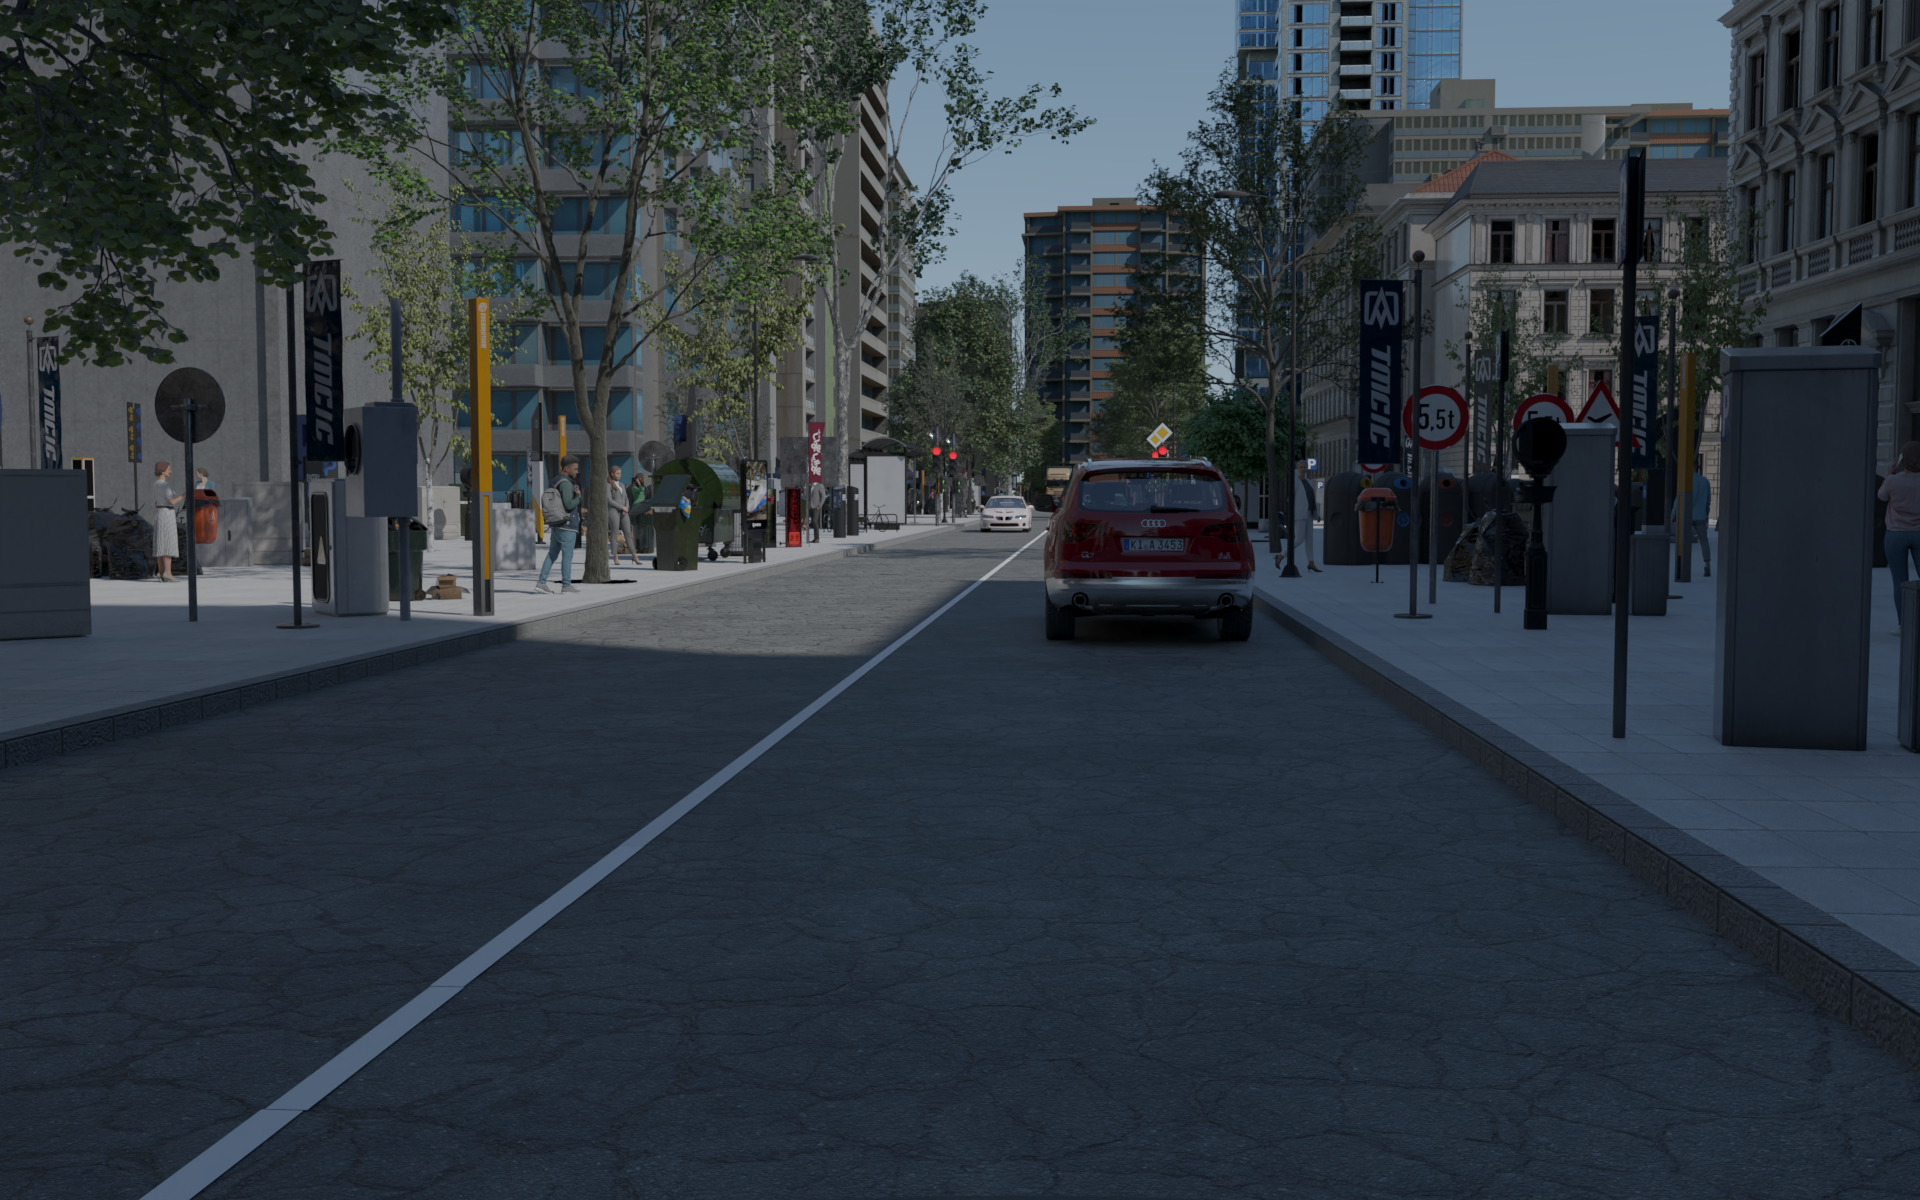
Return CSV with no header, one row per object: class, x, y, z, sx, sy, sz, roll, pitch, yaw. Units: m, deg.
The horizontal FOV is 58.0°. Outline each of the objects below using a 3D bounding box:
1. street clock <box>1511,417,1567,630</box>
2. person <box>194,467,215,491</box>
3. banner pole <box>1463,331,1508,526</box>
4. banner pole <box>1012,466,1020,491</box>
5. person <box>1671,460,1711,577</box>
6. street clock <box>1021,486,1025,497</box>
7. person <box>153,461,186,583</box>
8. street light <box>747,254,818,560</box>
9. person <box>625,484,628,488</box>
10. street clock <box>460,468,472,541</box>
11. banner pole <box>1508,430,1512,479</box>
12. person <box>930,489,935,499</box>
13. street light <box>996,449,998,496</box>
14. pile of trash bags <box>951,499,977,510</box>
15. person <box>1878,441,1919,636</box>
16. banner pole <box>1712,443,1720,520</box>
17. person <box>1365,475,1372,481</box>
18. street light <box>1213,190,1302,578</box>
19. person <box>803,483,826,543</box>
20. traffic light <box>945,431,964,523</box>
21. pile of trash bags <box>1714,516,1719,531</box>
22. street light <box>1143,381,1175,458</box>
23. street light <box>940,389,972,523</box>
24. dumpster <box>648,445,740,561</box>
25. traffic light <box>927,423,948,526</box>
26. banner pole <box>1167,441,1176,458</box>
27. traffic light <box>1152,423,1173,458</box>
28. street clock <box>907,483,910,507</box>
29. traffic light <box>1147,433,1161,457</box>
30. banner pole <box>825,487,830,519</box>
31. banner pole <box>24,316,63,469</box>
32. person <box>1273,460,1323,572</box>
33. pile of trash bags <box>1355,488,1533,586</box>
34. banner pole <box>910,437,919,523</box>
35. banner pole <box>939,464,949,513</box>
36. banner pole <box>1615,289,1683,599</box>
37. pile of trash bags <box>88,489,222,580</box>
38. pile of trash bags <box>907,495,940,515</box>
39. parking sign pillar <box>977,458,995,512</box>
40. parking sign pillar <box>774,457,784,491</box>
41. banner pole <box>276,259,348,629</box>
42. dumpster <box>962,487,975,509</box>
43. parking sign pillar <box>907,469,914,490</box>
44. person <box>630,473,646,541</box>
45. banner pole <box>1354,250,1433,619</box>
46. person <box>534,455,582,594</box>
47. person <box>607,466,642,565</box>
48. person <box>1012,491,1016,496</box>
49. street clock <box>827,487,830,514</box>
street clock,5.465,-0.723,16.394,0.471,2.002,0.358,1,4,8
person,-15.322,-1.782,35.196,0.581,1.822,0.654,2,4,33
banner pole,7.877,-2.229,26.466,0.401,3.779,0.863,-1,4,-19
banner pole,4.941,-9.884,151.616,0.863,3.779,0.401,1,4,9
person,11.476,-1.297,27.119,0.638,1.841,0.748,0,4,4
street clock,5.447,-8.907,150.197,0.358,2.002,0.471,0,4,-4
person,-11.460,-1.135,25.176,0.480,1.755,0.524,3,5,40
street light,-3.450,-3.744,33.762,1.470,5.913,1.316,0,4,4
person,-17.032,-5.020,88.464,0.374,1.781,0.599,1,4,17
street clock,-13.469,-2.625,47.488,0.358,2.002,0.471,1,4,18
banner pole,18.632,-4.218,58.987,0.401,3.779,0.863,3,4,38
person,-2.650,-9.469,161.577,0.721,1.743,1.217,1,4,21
street light,3.037,-8.852,117.263,1.470,5.913,1.316,0,4,4
pile of trash bags,0.226,-7.882,138.623,1.912,1.369,3.447,-1,4,-11
person,8.540,-0.538,15.428,0.593,1.750,0.643,1,4,15
banner pole,37.637,-5.847,85.612,0.863,3.779,0.401,-1,4,-22
person,10.370,-2.332,44.512,0.721,1.781,0.623,-1,4,-20
street light,4.557,-3.305,26.580,1.470,5.913,1.316,0,4,4
person,-3.824,-2.400,45.470,0.473,1.802,0.592,-2,4,-29
traffic light,-0.269,-5.377,76.827,0.839,4.253,0.868,0,4,4
pile of trash bags,27.731,-3.021,59.138,3.447,1.369,1.912,-1,4,-13
street light,7.727,-5.782,67.083,1.470,5.913,1.316,0,4,4
street light,-0.149,-6.371,76.708,1.470,5.913,1.316,0,4,4
dumpster,-5.176,-1.921,33.896,1.502,2.255,1.985,0,4,4
traffic light,-0.890,-4.890,68.866,0.839,4.253,0.868,0,4,4
banner pole,9.981,-5.643,82.275,0.863,3.779,0.401,-1,4,-10
traffic light,7.946,-4.849,68.195,0.839,4.253,0.868,0,4,4
street clock,-3.581,-6.939,118.025,0.358,2.002,0.471,1,4,20
traffic light,8.567,-5.336,76.156,0.839,4.253,0.868,0,4,4
banner pole,-7.050,-6.057,89.044,0.401,3.779,0.863,3,4,39
banner pole,-12.871,-2.099,24.329,0.863,3.779,0.401,2,4,27
person,5.592,-1.386,28.576,0.818,1.842,0.514,2,4,31
pile of trash bags,7.446,-0.929,24.948,3.447,1.369,1.912,1,4,10
banner pole,-2.030,-5.307,76.782,0.401,3.779,0.863,0,4,-8
banner pole,-1.186,-7.822,117.900,0.863,3.779,0.401,-1,4,-12
banner pole,8.517,-1.918,21.372,0.863,3.779,0.401,3,5,40
pile of trash bags,-12.872,-1.079,27.402,1.912,1.369,3.447,1,4,11
pile of trash bags,-2.982,-5.967,107.320,3.447,1.369,1.912,0,4,-1
parking sign pillar,1.969,-8.262,123.555,1.447,3.967,1.447,1,4,13
parking sign pillar,-12.783,-8.383,125.538,1.447,3.967,1.447,1,4,16
banner pole,-6.155,-1.616,16.447,0.863,3.779,0.401,2,4,24
dumpster,0.330,-6.928,119.026,1.264,1.857,1.865,0,4,4
parking sign pillar,-4.450,-9.750,147.878,1.447,3.967,1.447,-2,4,-29
person,-7.811,-2.195,42.177,0.529,1.795,0.600,1,4,14
banner pole,4.479,-1.702,17.849,0.863,3.779,0.401,-1,4,-9
person,-5.074,-0.963,22.136,0.623,1.781,0.721,3,5,40
person,-6.085,-1.527,31.281,0.573,1.790,0.520,1,4,17
person,5.327,-9.669,164.140,1.348,1.824,0.705,3,5,43
street clock,-8.020,-6.212,106.129,0.471,2.002,0.358,2,4,32
